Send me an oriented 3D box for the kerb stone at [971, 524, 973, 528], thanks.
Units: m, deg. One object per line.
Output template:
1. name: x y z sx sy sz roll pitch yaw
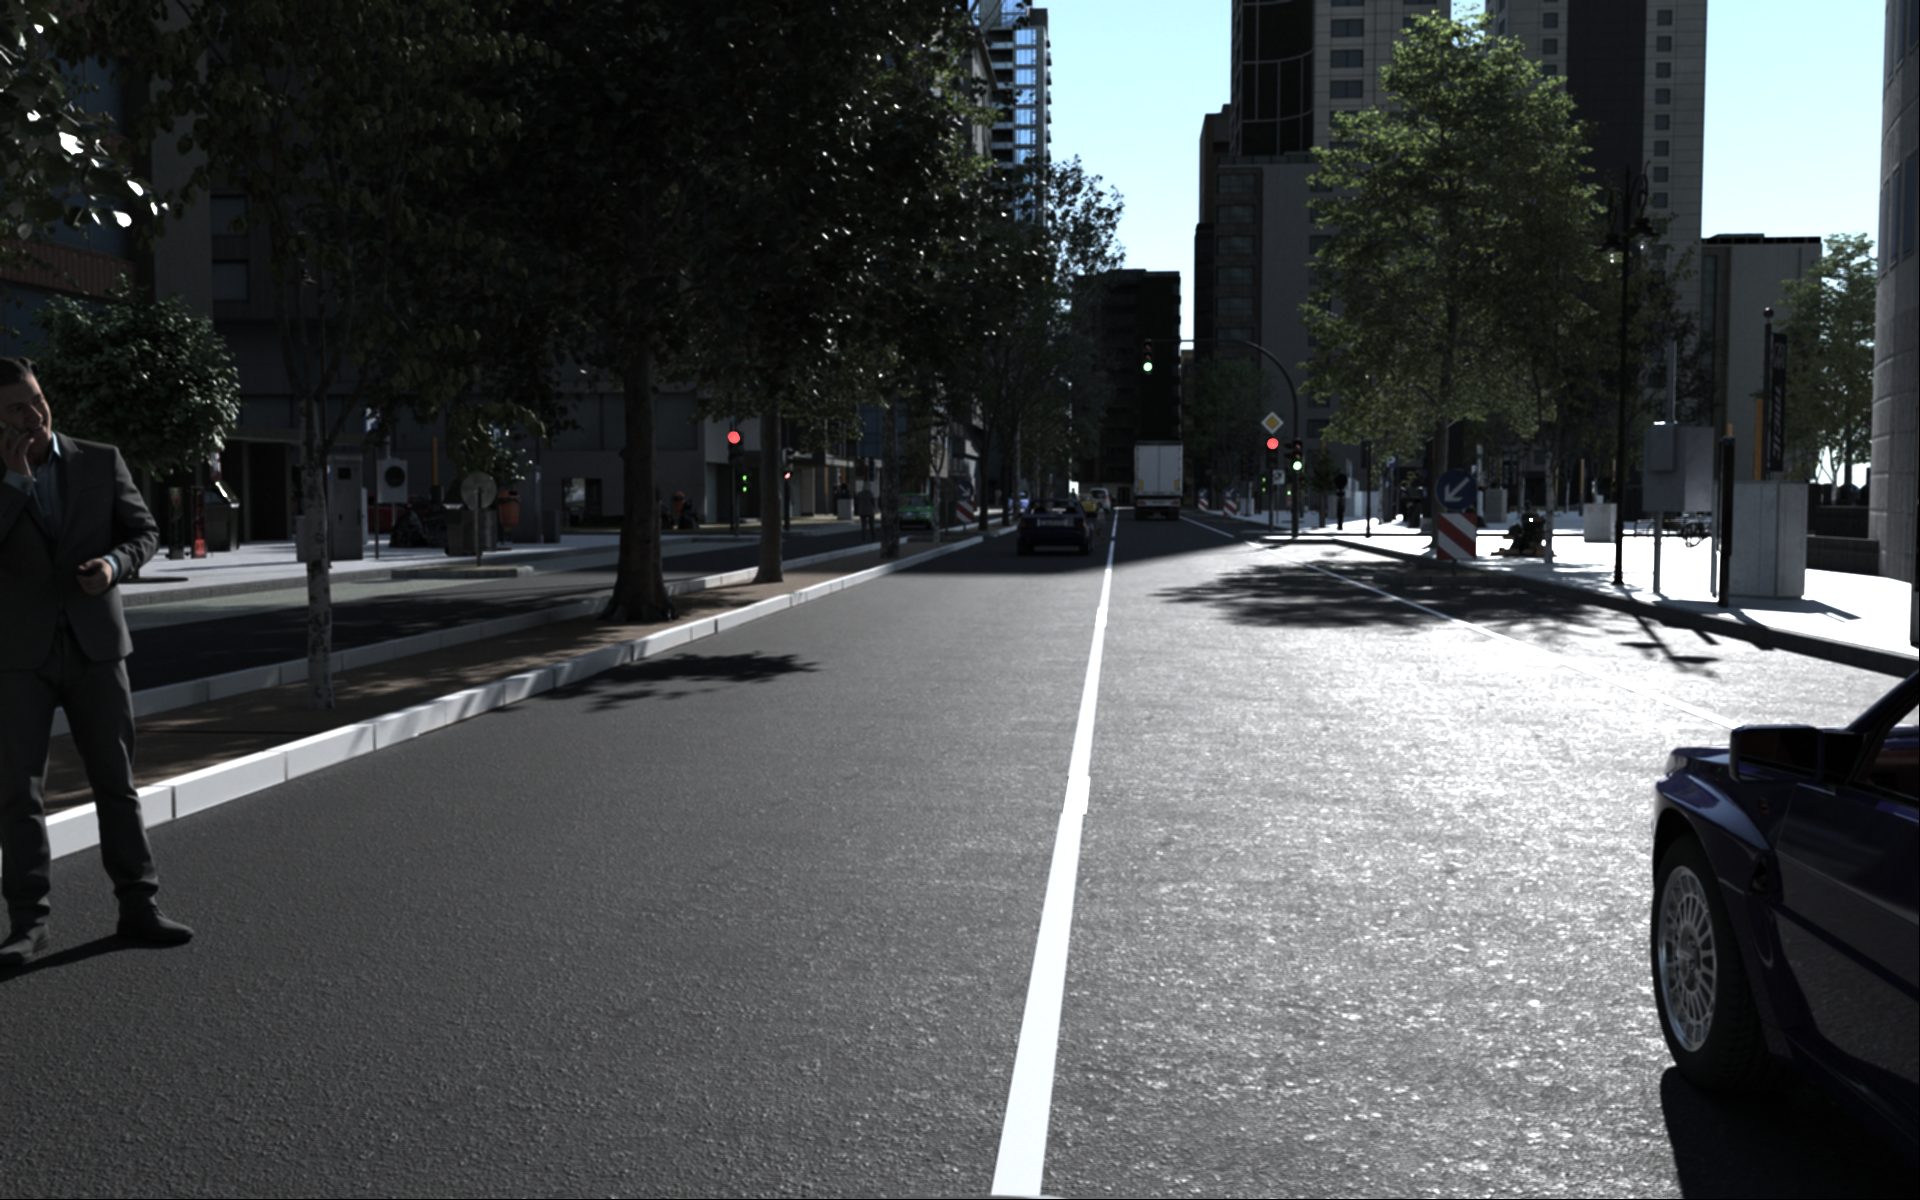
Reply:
1. kerb stone: 0.320 -3.056 72.158 0.120 0.150 1.000 0 4 5

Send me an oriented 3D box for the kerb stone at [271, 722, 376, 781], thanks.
1. kerb stone: -3.374 0.798 9.156 0.120 0.150 1.000 0 4 5

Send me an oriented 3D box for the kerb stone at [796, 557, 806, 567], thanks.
1. kerb stone: -3.203 -0.715 33.878 0.120 0.150 1.000 0 4 5

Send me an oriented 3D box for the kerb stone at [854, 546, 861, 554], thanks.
1. kerb stone: -2.549 -1.152 41.027 0.120 0.150 1.000 0 4 5

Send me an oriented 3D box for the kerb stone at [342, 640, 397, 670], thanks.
1. kerb stone: -4.988 0.474 14.462 0.120 0.150 1.000 0 4 5

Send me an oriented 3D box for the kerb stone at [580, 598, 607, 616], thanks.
1. kerb stone: -4.436 0.100 20.582 0.120 0.150 1.000 0 4 5

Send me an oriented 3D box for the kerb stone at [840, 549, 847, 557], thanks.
1. kerb stone: -2.747 -1.027 38.983 0.120 0.150 1.000 0 4 5

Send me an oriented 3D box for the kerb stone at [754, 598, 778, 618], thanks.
1. kerb stone: -2.339 0.109 20.416 0.120 0.150 1.000 0 4 5

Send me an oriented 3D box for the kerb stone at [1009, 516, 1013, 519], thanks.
1. kerb stone: 3.139 -4.929 102.778 0.120 0.150 1.000 0 4 5

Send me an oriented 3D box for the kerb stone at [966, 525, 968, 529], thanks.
1. kerb stone: 0.119 -2.930 70.108 0.120 0.150 1.000 0 4 5

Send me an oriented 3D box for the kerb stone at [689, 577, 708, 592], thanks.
1. kerb stone: -3.956 -0.214 25.688 0.120 0.150 1.000 0 4 5

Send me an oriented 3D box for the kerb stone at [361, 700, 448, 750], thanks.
1. kerb stone: -3.278 0.735 10.180 0.120 0.150 1.000 0 4 5

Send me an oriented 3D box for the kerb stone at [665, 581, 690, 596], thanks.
1. kerb stone: -4.058 -0.146 24.664 0.120 0.150 1.000 0 4 5

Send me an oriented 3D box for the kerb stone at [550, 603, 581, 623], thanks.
1. kerb stone: -4.520 0.161 19.557 0.120 0.150 1.000 0 4 5

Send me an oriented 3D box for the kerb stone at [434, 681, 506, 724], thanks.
1. kerb stone: -3.190 0.672 11.206 0.120 0.150 1.000 0 4 5

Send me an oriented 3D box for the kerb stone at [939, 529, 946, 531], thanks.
1. kerb stone: -0.619 -2.431 61.935 0.120 0.150 1.000 0 4 5

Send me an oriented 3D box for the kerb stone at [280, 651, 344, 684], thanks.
1. kerb stone: -5.084 0.538 13.445 0.120 0.150 1.000 0 4 5

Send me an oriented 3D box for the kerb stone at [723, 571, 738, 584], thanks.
1. kerb stone: -3.760 -0.339 27.736 0.120 0.150 1.000 0 4 5

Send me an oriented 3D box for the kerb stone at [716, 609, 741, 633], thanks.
1. kerb stone: -2.515 0.234 18.364 0.120 0.150 1.000 0 4 5

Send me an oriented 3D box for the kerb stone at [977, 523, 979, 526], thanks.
1. kerb stone: 0.597 -3.237 75.221 0.120 0.150 1.000 0 4 5

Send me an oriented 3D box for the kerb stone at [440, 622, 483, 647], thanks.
1. kerb stone: -4.809 0.348 16.505 0.120 0.150 1.000 0 4 5

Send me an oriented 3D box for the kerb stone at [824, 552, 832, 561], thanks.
1. kerb stone: -2.929 -0.901 36.931 0.120 0.150 1.000 0 4 5

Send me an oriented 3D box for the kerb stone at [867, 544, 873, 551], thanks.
1. kerb stone: -2.365 -1.276 43.064 0.120 0.150 1.000 0 4 5

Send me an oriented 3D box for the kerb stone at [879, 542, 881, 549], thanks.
1. kerb stone: -2.171 -1.401 45.105 0.120 0.150 1.000 0 4 5

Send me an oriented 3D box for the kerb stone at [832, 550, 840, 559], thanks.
1. kerb stone: -2.827 -0.962 37.948 0.120 0.150 1.000 0 4 5

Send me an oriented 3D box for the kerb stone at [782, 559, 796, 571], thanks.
1. kerb stone: -3.303 -0.652 32.858 0.120 0.150 1.000 0 4 5

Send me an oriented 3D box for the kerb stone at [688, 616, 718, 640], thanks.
1. kerb stone: -2.623 0.297 17.348 0.120 0.150 1.000 0 4 5

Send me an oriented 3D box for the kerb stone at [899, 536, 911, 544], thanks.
1. kerb stone: -1.619 -1.776 51.227 0.120 0.150 1.000 0 4 5

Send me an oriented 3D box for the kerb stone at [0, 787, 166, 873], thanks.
1. kerb stone: -3.564 0.925 7.107 0.120 0.150 1.000 0 4 5

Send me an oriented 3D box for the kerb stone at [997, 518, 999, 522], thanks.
1. kerb stone: 1.724 -3.993 87.481 0.120 0.150 1.000 0 4 5

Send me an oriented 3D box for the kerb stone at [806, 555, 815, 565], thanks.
1. kerb stone: -3.120 -0.777 34.896 0.120 0.150 1.000 0 4 5

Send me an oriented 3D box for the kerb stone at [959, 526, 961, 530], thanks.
1. kerb stone: -0.153 -2.743 67.046 0.120 0.150 1.000 0 4 5

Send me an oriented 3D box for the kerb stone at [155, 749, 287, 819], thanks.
1. kerb stone: -3.466 0.861 8.124 0.120 0.150 1.000 0 4 5

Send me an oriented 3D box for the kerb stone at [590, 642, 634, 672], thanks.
1. kerb stone: -2.911 0.485 14.274 0.120 0.150 1.000 0 4 5

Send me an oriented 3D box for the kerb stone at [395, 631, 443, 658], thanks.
1. kerb stone: -4.901 0.410 15.485 0.120 0.150 1.000 0 4 5

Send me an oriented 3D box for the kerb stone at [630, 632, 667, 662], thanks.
1. kerb stone: -2.800 0.424 15.302 0.120 0.150 1.000 0 4 5

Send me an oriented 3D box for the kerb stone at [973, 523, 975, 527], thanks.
1. kerb stone: 0.415 -3.116 73.178 0.120 0.150 1.000 0 4 5

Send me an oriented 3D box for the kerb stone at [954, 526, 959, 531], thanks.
1. kerb stone: -0.250 -2.680 66.022 0.120 0.150 1.000 0 4 5

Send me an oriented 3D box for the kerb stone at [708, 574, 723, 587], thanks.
1. kerb stone: -3.862 -0.276 26.720 0.120 0.150 1.000 0 4 5

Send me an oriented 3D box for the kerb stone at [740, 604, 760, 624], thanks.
1. kerb stone: -2.431 0.179 19.388 0.120 0.150 1.000 0 4 5

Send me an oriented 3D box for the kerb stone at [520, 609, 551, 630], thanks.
1. kerb stone: -4.624 0.227 18.541 0.120 0.150 1.000 0 4 5

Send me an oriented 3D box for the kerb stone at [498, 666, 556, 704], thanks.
1. kerb stone: -3.096 0.612 12.236 0.120 0.150 1.000 0 4 5

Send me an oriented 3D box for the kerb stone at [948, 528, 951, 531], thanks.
1. kerb stone: -0.535 -2.493 62.953 0.120 0.150 1.000 0 4 5

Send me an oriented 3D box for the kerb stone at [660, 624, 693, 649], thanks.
1. kerb stone: -2.720 0.359 16.329 0.120 0.150 1.000 0 4 5

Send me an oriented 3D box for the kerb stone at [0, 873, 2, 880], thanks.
1. kerb stone: -3.657 0.985 6.089 0.120 0.150 1.000 0 4 5

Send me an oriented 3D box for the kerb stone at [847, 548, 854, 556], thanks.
1. kerb stone: -2.641 -1.088 40.003 0.120 0.150 1.000 0 4 5

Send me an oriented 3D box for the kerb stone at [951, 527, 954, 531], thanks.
1. kerb stone: -0.437 -2.555 63.971 0.120 0.150 1.000 0 4 5

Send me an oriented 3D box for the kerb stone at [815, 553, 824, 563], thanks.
1. kerb stone: -3.017 -0.839 35.913 0.120 0.150 1.000 0 4 5

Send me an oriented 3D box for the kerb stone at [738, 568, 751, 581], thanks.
1. kerb stone: -3.678 -0.399 28.780 0.120 0.150 1.000 0 4 5

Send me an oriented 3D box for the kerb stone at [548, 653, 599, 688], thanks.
1. kerb stone: -2.991 0.547 13.255 0.120 0.150 1.000 0 4 5

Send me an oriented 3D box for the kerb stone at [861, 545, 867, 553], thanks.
1. kerb stone: -2.451 -1.214 42.046 0.120 0.150 1.000 0 4 5

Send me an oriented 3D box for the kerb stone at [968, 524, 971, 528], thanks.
1. kerb stone: 0.228 -2.993 71.135 0.120 0.150 1.000 0 4 5

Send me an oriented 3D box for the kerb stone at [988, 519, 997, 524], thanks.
1. kerb stone: 1.637 -3.929 86.458 0.120 0.150 1.000 0 4 5

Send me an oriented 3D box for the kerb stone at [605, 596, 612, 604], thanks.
1. kerb stone: -4.340 0.039 21.607 0.120 0.150 1.000 0 4 5

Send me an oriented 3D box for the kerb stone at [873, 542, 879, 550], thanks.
1. kerb stone: -2.263 -1.339 44.087 0.120 0.150 1.000 0 4 5

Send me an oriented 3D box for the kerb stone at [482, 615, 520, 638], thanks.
1. kerb stone: -4.714 0.286 17.522 0.120 0.150 1.000 0 4 5

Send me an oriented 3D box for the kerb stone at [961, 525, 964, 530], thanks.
1. kerb stone: -0.060 -2.806 68.067 0.120 0.150 1.000 0 4 5

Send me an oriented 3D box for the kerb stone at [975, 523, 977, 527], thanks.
1. kerb stone: 0.507 -3.179 74.197 0.120 0.150 1.000 0 4 5

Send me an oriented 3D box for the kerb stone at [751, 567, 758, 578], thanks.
1. kerb stone: -3.582 -0.465 29.797 0.120 0.150 1.000 0 4 5
